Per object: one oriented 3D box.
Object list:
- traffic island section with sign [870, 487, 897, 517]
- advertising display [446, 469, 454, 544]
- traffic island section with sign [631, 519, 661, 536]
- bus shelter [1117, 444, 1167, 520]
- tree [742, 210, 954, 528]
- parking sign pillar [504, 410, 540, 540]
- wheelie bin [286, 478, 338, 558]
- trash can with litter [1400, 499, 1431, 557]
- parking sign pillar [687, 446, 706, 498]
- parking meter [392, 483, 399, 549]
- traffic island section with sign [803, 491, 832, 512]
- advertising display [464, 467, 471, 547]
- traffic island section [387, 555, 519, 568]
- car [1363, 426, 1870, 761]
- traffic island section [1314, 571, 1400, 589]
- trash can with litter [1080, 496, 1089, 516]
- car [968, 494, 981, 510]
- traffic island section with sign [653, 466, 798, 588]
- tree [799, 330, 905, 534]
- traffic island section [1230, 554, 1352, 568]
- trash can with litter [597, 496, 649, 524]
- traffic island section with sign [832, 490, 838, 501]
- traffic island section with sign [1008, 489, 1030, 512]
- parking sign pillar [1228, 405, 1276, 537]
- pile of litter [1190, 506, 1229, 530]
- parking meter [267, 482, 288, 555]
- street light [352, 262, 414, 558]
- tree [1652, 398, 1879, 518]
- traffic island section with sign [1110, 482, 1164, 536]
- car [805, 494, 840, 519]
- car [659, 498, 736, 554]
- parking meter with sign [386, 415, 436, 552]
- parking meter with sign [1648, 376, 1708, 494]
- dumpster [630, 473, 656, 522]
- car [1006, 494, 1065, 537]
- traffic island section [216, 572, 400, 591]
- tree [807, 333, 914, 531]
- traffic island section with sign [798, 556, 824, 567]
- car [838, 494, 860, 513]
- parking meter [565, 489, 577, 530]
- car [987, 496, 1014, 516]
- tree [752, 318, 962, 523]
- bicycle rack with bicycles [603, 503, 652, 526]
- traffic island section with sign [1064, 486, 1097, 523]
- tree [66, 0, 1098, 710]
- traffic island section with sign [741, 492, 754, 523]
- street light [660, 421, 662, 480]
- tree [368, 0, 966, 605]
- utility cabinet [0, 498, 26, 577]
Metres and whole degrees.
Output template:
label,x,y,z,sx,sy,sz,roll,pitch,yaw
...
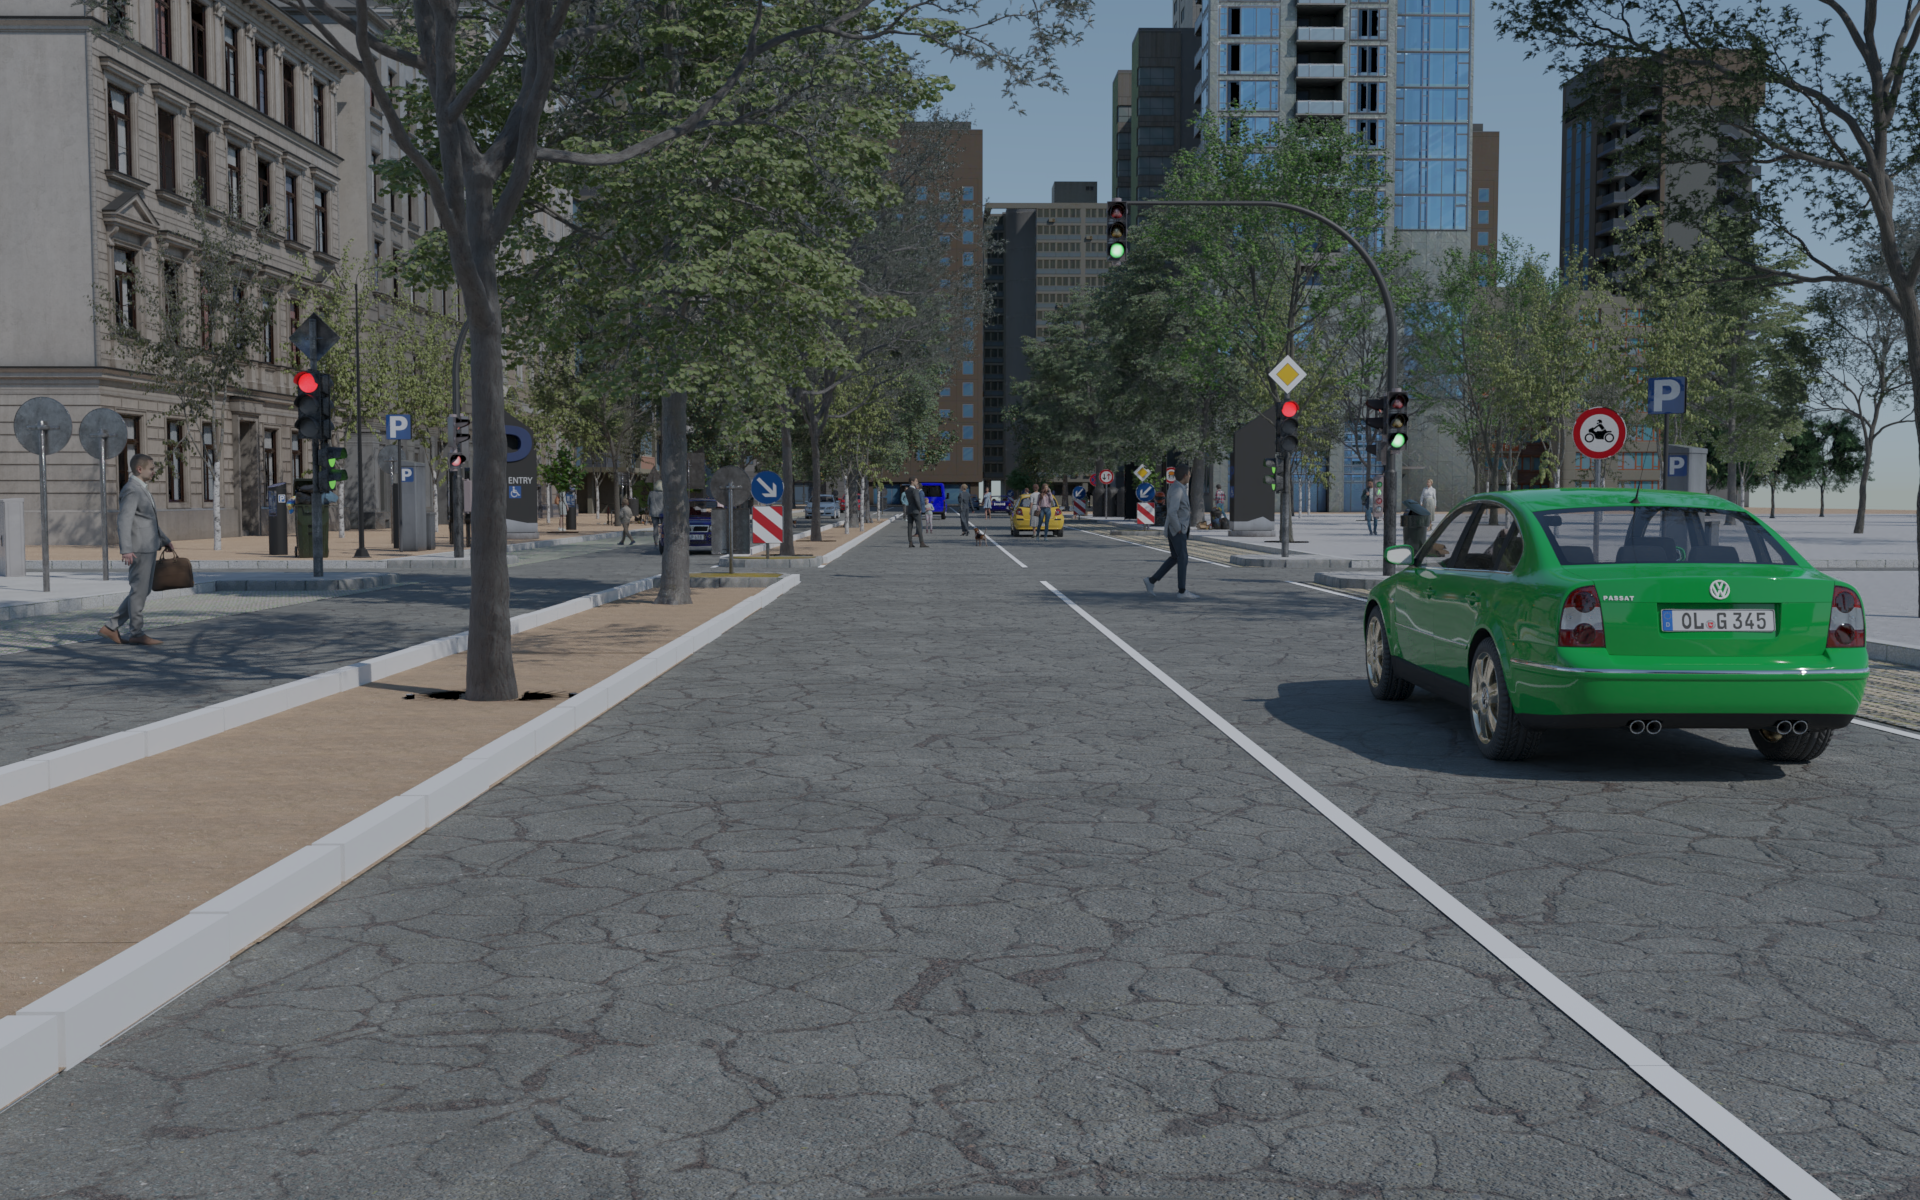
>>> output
label,x,y,z,sx,sy,sz,roll,pitch,yaw
traffic island section with sign,-4.951,-6.218,109.801,2.006,1.907,1.989,0,4,-1
advertising display,-13.075,-2.401,44.468,0.123,1.923,0.974,-1,4,-20
traffic island section with sign,-10.172,-3.113,59.524,1.989,1.847,2.006,0,4,-1
bus shelter,8.645,-5.566,82.279,1.731,3.624,6.357,0,4,-1
tree,-4.615,-10.025,73.021,9.857,13.997,8.962,0,3,0
parking sign pillar,-12.712,-3.713,49.187,1.447,3.967,1.447,-2,4,-31
wheelie bin,-13.017,-1.649,34.866,0.980,1.594,0.693,-2,4,-26
trash can with litter,9.562,-1.477,35.529,0.624,1.170,1.055,-3,5,-39
parking sign pillar,-14.892,-6.636,96.965,1.447,3.967,1.447,1,4,16
parking meter,-13.120,-1.973,40.663,0.372,1.533,0.369,0,3,0
traffic island section with sign,-11.353,-7.849,136.952,1.989,1.847,2.006,0,4,-1
advertising display,-11.956,-2.255,42.077,0.123,1.923,0.974,-1,4,-15
traffic island section,-10.118,-0.773,34.918,2.009,0.180,2.903,0,4,-1
car,3.734,-0.114,10.663,1.959,1.807,4.718,0,4,1
traffic island section,6.744,-0.300,27.185,2.009,0.180,2.903,0,4,-1
trash can with litter,7.289,-5.478,100.953,0.624,1.170,1.055,0,4,-5
car,0.860,-8.694,154.154,2.014,1.417,4.499,0,4,0
traffic island section with sign,-3.685,-1.170,27.265,2.006,1.907,1.989,0,4,-1
tree,-3.972,-6.618,61.025,4.737,8.622,4.395,0,3,0
traffic island section,6.622,-0.788,35.170,2.009,0.180,2.903,0,4,-1
trash can with litter,-14.408,-3.860,74.173,2.233,1.210,1.678,0,4,-6
traffic island section with sign,-11.773,-9.497,163.904,1.989,1.847,2.006,0,4,-1
traffic island section with sign,5.071,-7.846,136.912,1.989,1.847,2.006,0,4,-1
parking sign pillar,8.815,-3.897,52.196,1.447,3.967,1.447,-1,4,-11
pile of litter,9.029,-2.960,62.359,1.719,0.858,1.176,-1,4,-14
parking meter,-14.348,-1.713,36.421,0.372,1.533,0.369,0,3,0
street light,-11.507,-3.802,34.710,1.470,5.913,1.316,0,4,-1
tree,45.360,-8.292,98.475,11.467,7.101,20.602,0,4,-4
traffic island section with sign,6.243,-3.150,60.127,1.989,1.847,2.006,0,4,-1
car,-7.966,-5.406,100.392,2.014,1.417,4.499,0,4,1
car,-6.288,-1.819,42.323,1.945,1.354,3.894,0,4,-1
parking meter with sign,-12.266,-2.604,38.842,0.543,3.016,1.738,0,4,2
parking meter with sign,11.114,-1.849,26.491,0.543,3.016,1.738,3,5,44
dumpster,-14.619,-4.818,81.270,1.502,2.255,1.985,0,4,-1
car,2.606,-2.994,59.177,2.015,1.641,3.980,0,4,0
traffic island section,-9.995,-0.285,26.934,2.009,0.180,2.903,0,4,-1
tree,-3.758,-6.922,66.001,4.360,8.622,3.978,0,3,0
traffic island section with sign,-3.789,-1.623,34.671,2.006,1.907,1.989,0,4,-1
car,-8.225,-7.519,131.973,2.155,1.783,4.494,0,4,-3
parking meter,-13.903,-3.271,61.884,0.372,1.533,0.369,0,3,0
car,2.635,-6.309,115.740,1.945,1.354,3.894,0,4,1
tree,-4.665,-10.087,84.388,9.611,12.733,9.660,0,3,0
bicycle rack with bicycles,-13.458,-3.521,70.953,2.852,0.926,2.925,0,4,-6
traffic island section with sign,5.834,-4.798,87.079,1.989,1.847,2.006,0,4,-1
tree,-3.226,-6.035,11.495,12.009,13.543,11.850,0,3,0
traffic island section with sign,-10.588,-4.761,86.476,1.989,1.847,2.006,0,4,-1
street light,-12.136,-6.178,73.557,1.470,5.913,1.316,0,4,-1
tree,-3.806,-6.233,22.501,7.486,12.596,7.792,0,3,0
utility cabinet,-14.934,-0.982,27.223,0.306,1.237,1.020,-2,4,-35
